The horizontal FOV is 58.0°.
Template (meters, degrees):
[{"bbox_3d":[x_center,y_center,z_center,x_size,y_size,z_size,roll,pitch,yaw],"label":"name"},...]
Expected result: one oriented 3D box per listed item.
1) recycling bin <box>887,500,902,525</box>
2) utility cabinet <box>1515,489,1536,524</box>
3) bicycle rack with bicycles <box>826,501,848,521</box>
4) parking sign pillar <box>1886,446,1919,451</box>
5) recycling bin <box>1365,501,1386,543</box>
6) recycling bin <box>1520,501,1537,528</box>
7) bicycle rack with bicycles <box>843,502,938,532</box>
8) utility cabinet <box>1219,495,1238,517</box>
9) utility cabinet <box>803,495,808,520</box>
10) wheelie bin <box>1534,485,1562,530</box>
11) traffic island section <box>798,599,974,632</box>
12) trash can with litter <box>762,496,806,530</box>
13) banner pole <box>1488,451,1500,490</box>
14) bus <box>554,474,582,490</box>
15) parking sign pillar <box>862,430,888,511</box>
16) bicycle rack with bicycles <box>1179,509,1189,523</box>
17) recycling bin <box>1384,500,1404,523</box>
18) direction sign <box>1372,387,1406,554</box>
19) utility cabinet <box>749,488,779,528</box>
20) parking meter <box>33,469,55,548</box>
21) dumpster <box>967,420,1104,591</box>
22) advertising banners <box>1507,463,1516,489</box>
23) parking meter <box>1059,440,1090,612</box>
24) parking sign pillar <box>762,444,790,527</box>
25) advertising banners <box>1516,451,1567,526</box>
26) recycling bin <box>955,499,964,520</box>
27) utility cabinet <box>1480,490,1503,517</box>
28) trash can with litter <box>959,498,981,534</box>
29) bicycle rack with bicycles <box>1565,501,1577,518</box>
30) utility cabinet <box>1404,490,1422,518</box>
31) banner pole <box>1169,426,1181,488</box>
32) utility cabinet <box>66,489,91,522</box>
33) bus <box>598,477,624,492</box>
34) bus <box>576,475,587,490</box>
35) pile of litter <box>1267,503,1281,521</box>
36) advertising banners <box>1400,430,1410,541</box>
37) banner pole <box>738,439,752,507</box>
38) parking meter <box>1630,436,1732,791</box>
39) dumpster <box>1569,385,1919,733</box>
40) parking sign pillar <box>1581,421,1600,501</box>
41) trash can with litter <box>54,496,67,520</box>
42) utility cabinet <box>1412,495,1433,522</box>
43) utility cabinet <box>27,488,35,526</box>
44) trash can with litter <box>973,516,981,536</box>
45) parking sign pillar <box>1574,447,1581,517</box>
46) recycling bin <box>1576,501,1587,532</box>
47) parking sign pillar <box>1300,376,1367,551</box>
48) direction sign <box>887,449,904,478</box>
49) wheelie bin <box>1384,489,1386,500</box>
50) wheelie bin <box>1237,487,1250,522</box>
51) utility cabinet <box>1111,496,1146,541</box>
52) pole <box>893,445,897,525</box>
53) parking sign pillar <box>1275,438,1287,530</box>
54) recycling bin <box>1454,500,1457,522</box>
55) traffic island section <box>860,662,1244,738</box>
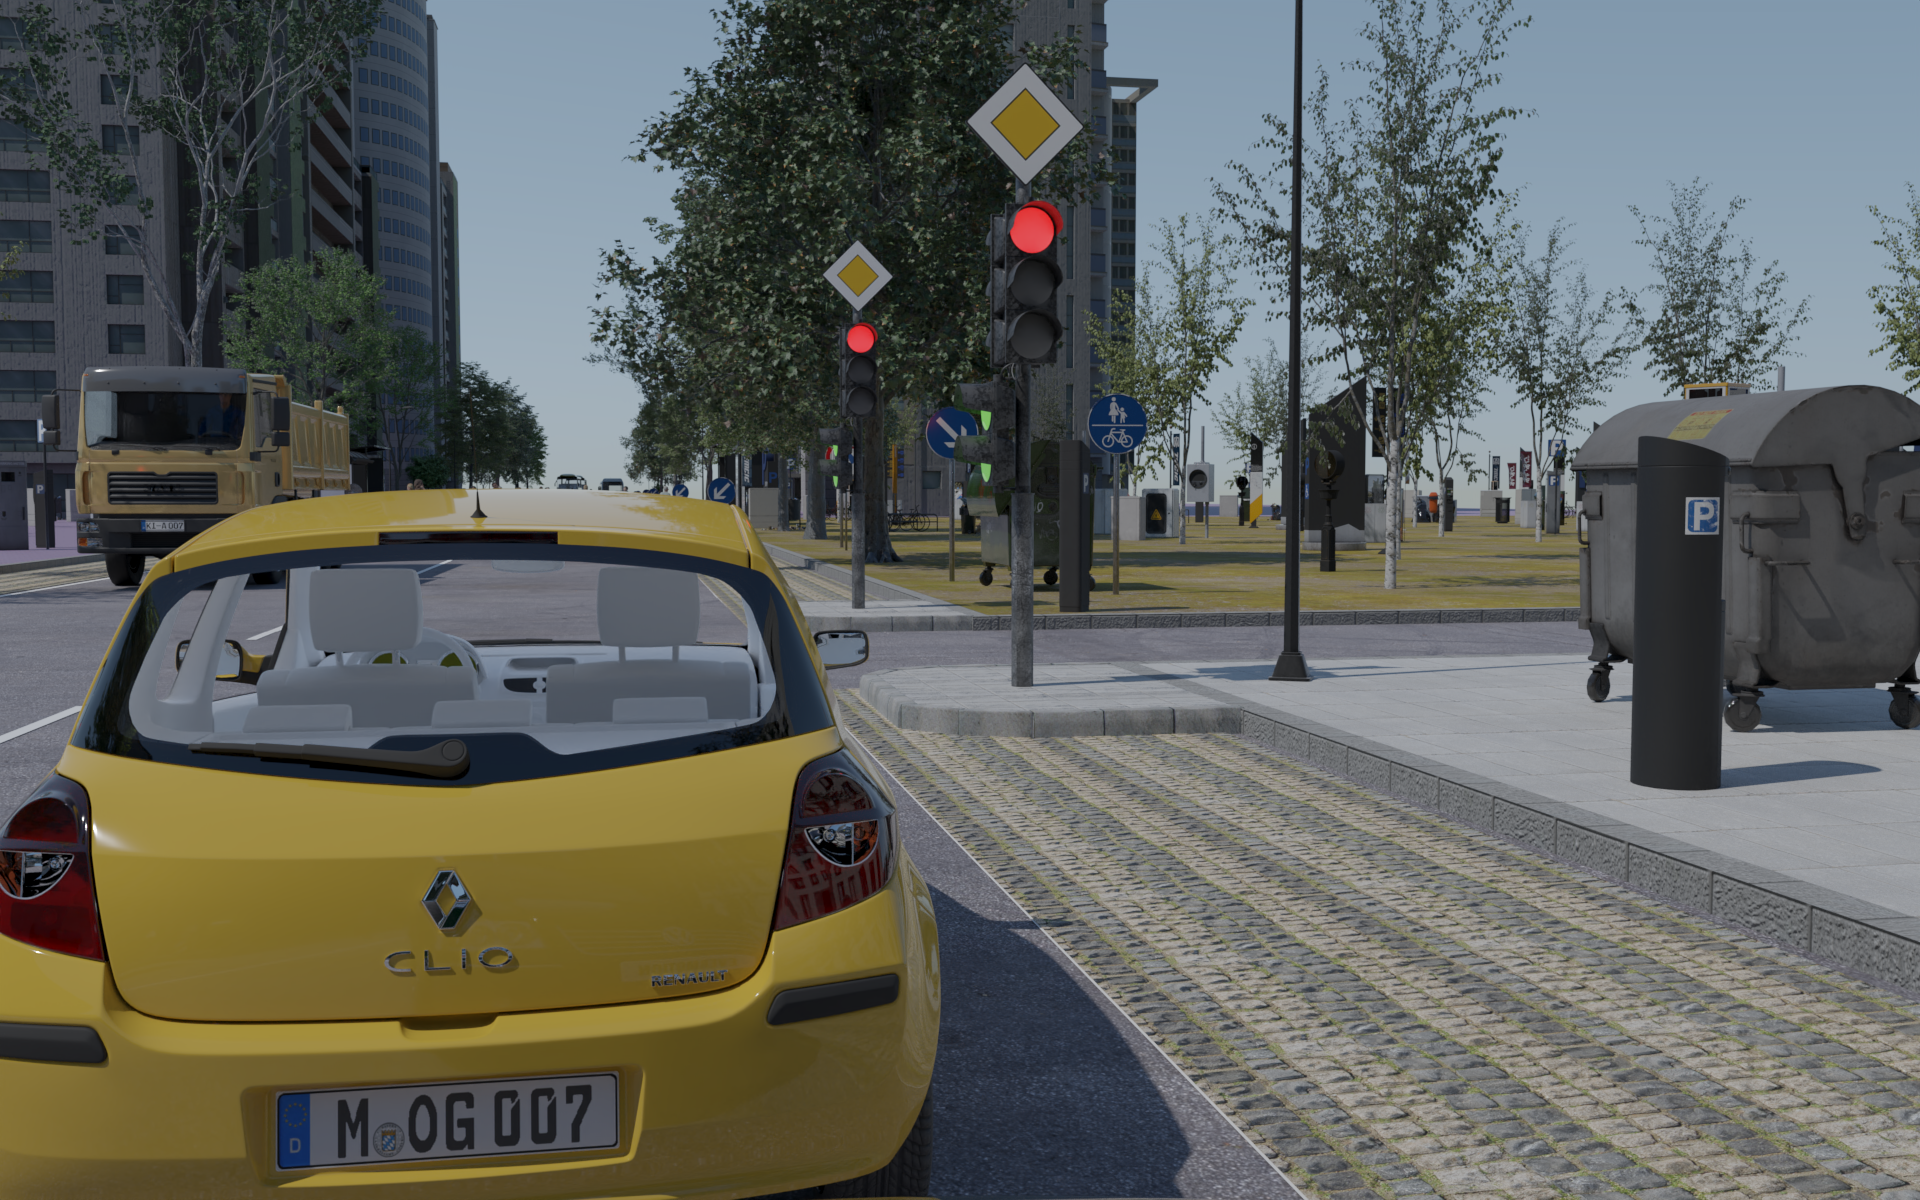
[{"bbox_3d":[-2.825,-3.680,72.719,0.722,1.027,0.722,0,4,-5],"label":"recycling bin"},{"bbox_3d":[23.926,-3.952,73.293,1.173,1.500,0.318,-3,5,-42],"label":"utility cabinet"},{"bbox_3d":[-5.803,-4.300,83.682,2.925,0.926,2.852,-1,4,-18],"label":"bicycle rack with bicycles"},{"bbox_3d":[42.351,-5.488,78.202,1.447,3.967,1.447,-1,4,-8],"label":"parking sign pillar"},{"bbox_3d":[10.918,-2.032,45.784,0.722,1.027,0.722,0,4,5],"label":"recycling bin"},{"bbox_3d":[21.478,-3.204,64.943,0.722,1.027,0.722,0,4,0],"label":"recycling bin"},{"bbox_3d":[-2.135,-2.821,59.500,2.925,0.926,2.852,-1,4,-23],"label":"bicycle rack with bicycles"},{"bbox_3d":[15.187,-5.299,97.804,1.020,1.237,0.306,1,4,20],"label":"utility cabinet"},{"bbox_3d":[-7.456,-4.677,87.627,1.020,1.237,0.306,-3,5,-44],"label":"utility cabinet"},{"bbox_3d":[20.785,-3.269,61.362,0.980,1.594,0.693,0,4,-5],"label":"wheelie bin"},{"bbox_3d":[-1.115,0.176,19.410,2.009,0.180,2.903,-1,4,-11],"label":"traffic island section"},{"bbox_3d":[-6.358,-3.146,62.489,2.233,1.210,1.678,-3,5,-41],"label":"trash can with litter"},{"bbox_3d":[30.742,-6.720,99.882,0.863,3.779,0.401,0,4,-2],"label":"banner pole"},{"bbox_3d":[-47.854,-13.489,212.097,2.896,3.916,12.252,-1,4,-10],"label":"bus"},{"bbox_3d":[-3.639,-5.034,70.773,1.447,3.967,1.447,-1,4,-14],"label":"parking sign pillar"},{"bbox_3d":[8.757,-3.819,75.823,2.852,0.926,2.925,2,4,23],"label":"bicycle rack with bicycles"},{"bbox_3d":[19.097,-3.903,76.374,0.722,1.027,0.722,-1,4,-21],"label":"recycling bin"},{"bbox_3d":[9.131,-2.749,36.937,0.876,3.537,0.379,-2,4,-26],"label":"direction sign"},{"bbox_3d":[-7.230,-3.398,64.237,1.173,1.500,0.318,-1,4,-16],"label":"utility cabinet"},{"bbox_3d":[-21.817,-2.174,41.250,0.399,1.863,0.255,1,4,11],"label":"parking meter"},{"bbox_3d":[1.007,-1.280,23.422,1.502,2.255,1.985,-1,4,-11],"label":"dumpster"},{"bbox_3d":[31.485,-6.131,96.422,2.074,3.025,0.090,0,4,5],"label":"advertising banners"},{"bbox_3d":[1.254,-0.807,18.912,0.255,1.863,0.399,1,4,20],"label":"parking meter"},{"bbox_3d":[-7.337,-4.811,67.129,1.447,3.967,1.447,-1,4,-14],"label":"parking sign pillar"},{"bbox_3d":[23.722,-4.542,70.444,2.074,3.025,0.090,-1,4,-9],"label":"advertising banners"},{"bbox_3d":[0.158,-4.507,86.246,0.722,1.027,0.722,-3,5,-39],"label":"recycling bin"},{"bbox_3d":[29.558,-5.363,96.364,1.173,1.500,0.318,1,4,16],"label":"utility cabinet"},{"bbox_3d":[0.500,-2.693,55.422,1.055,1.170,0.624,2,4,30],"label":"trash can with litter"},{"bbox_3d":[32.013,-4.867,92.953,2.925,0.926,2.852,2,4,31],"label":"bicycle rack with bicycles"},{"bbox_3d":[24.133,-5.139,92.700,0.318,1.500,1.173,-3,5,-43],"label":"utility cabinet"},{"bbox_3d":[7.793,-4.469,63.091,0.401,3.779,0.863,-2,4,-24],"label":"banner pole"},{"bbox_3d":[-40.486,-4.341,79.661,0.318,1.500,1.173,2,4,26],"label":"utility cabinet"},{"bbox_3d":[-41.779,-13.008,207.540,2.948,3.499,13.247,-1,4,-13],"label":"bus"},{"bbox_3d":[-50.754,-14.534,229.169,2.896,3.916,12.252,-1,4,-11],"label":"bus"},{"bbox_3d":[15.587,-4.308,84.397,1.176,0.858,1.719,0,4,-4],"label":"pile of litter"},{"bbox_3d":[11.895,-3.096,46.800,0.090,3.025,2.074,2,4,30],"label":"advertising banners"},{"bbox_3d":[-8.662,-4.849,69.304,0.863,3.779,0.401,2,4,27],"label":"banner pole"},{"bbox_3d":[3.166,0.048,7.622,0.372,1.533,0.369,0,3,0],"label":"parking meter"},{"bbox_3d":[4.575,-0.262,10.049,1.264,1.857,1.865,-1,4,-11],"label":"dumpster"},{"bbox_3d":[23.916,-4.604,63.750,1.447,3.967,1.447,2,4,35],"label":"parking sign pillar"},{"bbox_3d":[-44.250,-4.560,85.617,1.678,1.210,2.233,1,4,16],"label":"trash can with litter"},{"bbox_3d":[21.596,-4.251,80.673,1.020,1.237,0.306,-1,4,-16],"label":"utility cabinet"},{"bbox_3d":[-36.216,-3.642,68.224,1.173,1.500,0.318,2,4,28],"label":"utility cabinet"},{"bbox_3d":[1.631,-2.586,53.332,2.233,1.210,1.678,3,4,37],"label":"trash can with litter"},{"bbox_3d":[35.719,-6.731,98.522,1.447,3.967,1.447,0,4,-3],"label":"parking sign pillar"},{"bbox_3d":[21.660,-2.867,59.431,0.722,1.027,0.722,-3,4,-38],"label":"recycling bin"},{"bbox_3d":[8.575,-3.125,39.573,1.447,3.967,1.447,0,4,-2],"label":"parking sign pillar"},{"bbox_3d":[-3.222,-5.767,86.294,0.876,3.537,0.379,0,4,5],"label":"direction sign"},{"bbox_3d":[23.331,-5.250,93.746,0.980,1.594,0.693,-1,4,-14],"label":"wheelie bin"},{"bbox_3d":[13.460,-4.474,81.055,0.980,1.594,0.693,1,4,11],"label":"wheelie bin"},{"bbox_3d":[4.683,-2.262,48.140,1.020,1.237,0.306,3,5,44],"label":"utility cabinet"},{"bbox_3d":[-2.689,-4.752,71.535,0.158,3.312,0.155,0,3,0],"label":"pole"},{"bbox_3d":[12.061,-4.501,62.056,1.447,3.967,1.447,-2,4,-24],"label":"parking sign pillar"},{"bbox_3d":[22.710,-4.164,80.636,0.722,1.027,0.722,2,4,26],"label":"recycling bin"},{"bbox_3d":[0.439,0.655,11.578,2.009,0.180,2.903,-1,4,-11],"label":"traffic island section"}]
